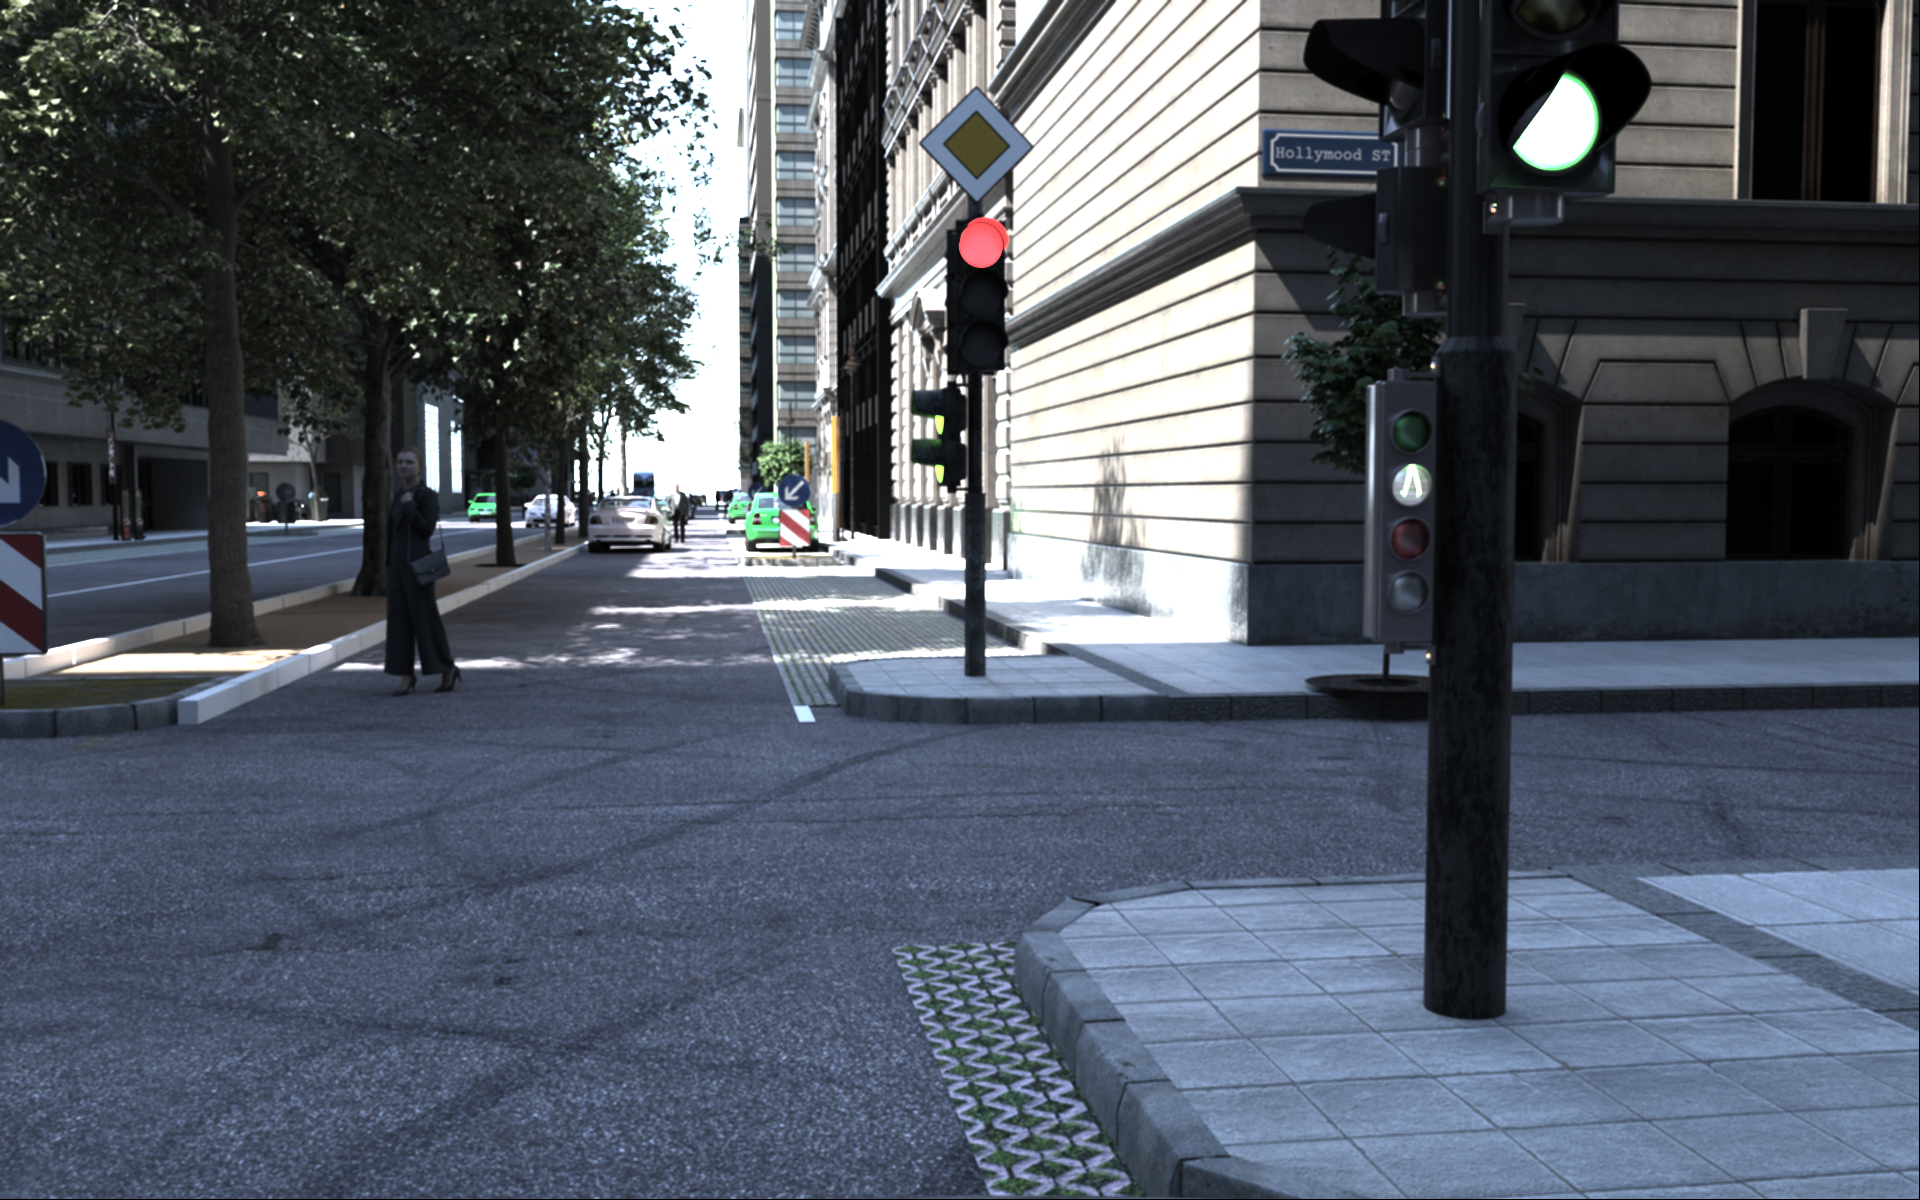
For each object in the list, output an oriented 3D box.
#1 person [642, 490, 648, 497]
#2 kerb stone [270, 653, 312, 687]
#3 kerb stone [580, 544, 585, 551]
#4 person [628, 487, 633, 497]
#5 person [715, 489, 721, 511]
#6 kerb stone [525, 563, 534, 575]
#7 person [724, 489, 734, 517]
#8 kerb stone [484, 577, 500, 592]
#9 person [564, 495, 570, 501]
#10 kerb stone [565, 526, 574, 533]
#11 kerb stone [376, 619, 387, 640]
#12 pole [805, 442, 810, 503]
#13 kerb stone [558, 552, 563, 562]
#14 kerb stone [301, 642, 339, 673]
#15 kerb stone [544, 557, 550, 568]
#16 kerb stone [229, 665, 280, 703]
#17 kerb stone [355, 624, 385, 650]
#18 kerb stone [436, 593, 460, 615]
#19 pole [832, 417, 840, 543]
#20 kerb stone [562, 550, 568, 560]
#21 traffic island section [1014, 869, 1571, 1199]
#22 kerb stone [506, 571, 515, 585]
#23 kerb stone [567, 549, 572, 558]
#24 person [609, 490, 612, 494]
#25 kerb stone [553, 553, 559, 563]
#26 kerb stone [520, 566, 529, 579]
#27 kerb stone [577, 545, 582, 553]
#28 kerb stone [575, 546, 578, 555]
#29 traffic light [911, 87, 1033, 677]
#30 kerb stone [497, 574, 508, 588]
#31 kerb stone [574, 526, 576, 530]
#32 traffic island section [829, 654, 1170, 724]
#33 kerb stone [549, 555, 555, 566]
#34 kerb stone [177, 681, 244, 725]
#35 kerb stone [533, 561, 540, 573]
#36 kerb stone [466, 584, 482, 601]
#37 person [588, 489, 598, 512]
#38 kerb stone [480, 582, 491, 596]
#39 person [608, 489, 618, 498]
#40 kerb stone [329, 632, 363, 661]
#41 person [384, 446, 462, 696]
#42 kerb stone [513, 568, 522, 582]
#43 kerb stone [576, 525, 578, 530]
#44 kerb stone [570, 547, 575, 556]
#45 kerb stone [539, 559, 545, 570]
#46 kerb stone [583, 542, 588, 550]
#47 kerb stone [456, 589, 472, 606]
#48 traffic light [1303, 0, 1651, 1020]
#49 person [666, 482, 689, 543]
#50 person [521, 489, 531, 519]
[{"bbox_3d":[-21.555,-6.675,118.552,0.530,1.710,0.541,-1,4,-17],"label":"person"},{"bbox_3d":[-5.170,0.545,13.286,0.120,0.150,1.000,-1,4,-8],"label":"kerb stone"},{"bbox_3d":[-9.408,-1.252,42.670,0.120,0.150,1.000,-1,4,-8],"label":"kerb stone"},{"bbox_3d":[-17.823,-5.158,92.849,1.348,1.823,0.705,3,5,41],"label":"person"},{"bbox_3d":[-20.405,-8.395,145.769,0.705,1.822,1.348,-2,4,-29],"label":"person"},{"bbox_3d":[-7.656,-0.509,30.512,0.120,0.150,1.000,-1,4,-8],"label":"kerb stone"},{"bbox_3d":[-14.299,-5.998,107.010,0.683,1.767,0.568,-1,4,-15],"label":"person"},{"bbox_3d":[-6.921,-0.199,25.448,0.120,0.150,1.000,-1,4,-8],"label":"kerb stone"},{"bbox_3d":[-30.462,-7.569,132.330,0.705,1.814,1.350,3,5,44],"label":"person"},{"bbox_3d":[-14.859,-2.659,65.743,0.120,0.150,1.000,-1,4,-8],"label":"kerb stone"},{"bbox_3d":[-5.756,0.297,17.341,0.120,0.150,1.000,-1,4,-8],"label":"kerb stone"},{"bbox_3d":[-5.931,-4.491,67.277,0.158,3.312,0.155,0,3,0],"label":"pole"},{"bbox_3d":[-8.539,-0.881,36.596,0.120,0.150,1.000,-1,4,-8],"label":"kerb stone"},{"bbox_3d":[-5.316,0.483,14.303,0.120,0.150,1.000,-1,4,-8],"label":"kerb stone"},{"bbox_3d":[-8.093,-0.695,33.556,0.120,0.150,1.000,-1,4,-8],"label":"kerb stone"},{"bbox_3d":[-5.023,0.607,12.274,0.120,0.150,1.000,-1,4,-8],"label":"kerb stone"},{"bbox_3d":[-5.606,0.359,16.327,0.120,0.150,1.000,-1,4,-8],"label":"kerb stone"},{"bbox_3d":[-6.337,0.049,21.388,0.120,0.150,1.000,-1,4,-8],"label":"kerb stone"},{"bbox_3d":[-3.272,-3.171,45.687,0.158,3.312,0.155,0,3,0],"label":"pole"},{"bbox_3d":[-8.676,-0.940,37.611,0.120,0.150,1.000,-1,4,-8],"label":"kerb stone"},{"bbox_3d":[1.271,1.097,4.346,2.009,0.180,2.903,-1,4,-8],"label":"traffic island section"},{"bbox_3d":[-7.218,-0.321,27.477,0.120,0.150,1.000,-1,4,-8],"label":"kerb stone"},{"bbox_3d":[-8.819,-1.005,38.625,0.120,0.150,1.000,-1,4,-8],"label":"kerb stone"},{"bbox_3d":[-31.450,-9.017,155.920,0.705,1.826,1.348,-1,4,-20],"label":"person"},{"bbox_3d":[-8.389,-0.817,35.585,0.120,0.150,1.000,-1,4,-8],"label":"kerb stone"},{"bbox_3d":[-7.500,-0.444,29.502,0.120,0.150,1.000,-1,4,-8],"label":"kerb stone"},{"bbox_3d":[-9.261,-1.182,41.659,0.120,0.150,1.000,-1,4,-8],"label":"kerb stone"},{"bbox_3d":[-9.117,-1.128,40.647,0.120,0.150,1.000,-1,4,-8],"label":"kerb stone"},{"bbox_3d":[0.088,-1.420,12.130,0.839,4.253,0.868,-1,4,-8],"label":"traffic light"},{"bbox_3d":[-7.066,-0.260,26.467,0.120,0.150,1.000,-1,4,-8],"label":"kerb stone"},{"bbox_3d":[-15.013,-2.723,66.764,0.120,0.150,1.000,-1,4,-8],"label":"kerb stone"},{"bbox_3d":[0.130,0.614,12.250,2.009,0.180,2.903,-1,4,-8],"label":"traffic island section"},{"bbox_3d":[-8.241,-0.754,34.568,0.120,0.150,1.000,-1,4,-8],"label":"kerb stone"},{"bbox_3d":[-4.873,0.670,11.264,0.120,0.150,1.000,-1,4,-8],"label":"kerb stone"},{"bbox_3d":[-7.804,-0.570,31.523,0.120,0.150,1.000,-1,4,-8],"label":"kerb stone"},{"bbox_3d":[-6.631,-0.075,23.420,0.120,0.150,1.000,-1,4,-8],"label":"kerb stone"},{"bbox_3d":[-24.668,-6.507,115.616,1.217,1.743,0.721,0,4,-1],"label":"person"},{"bbox_3d":[-6.780,-0.124,24.431,0.120,0.150,1.000,-1,4,-8],"label":"kerb stone"},{"bbox_3d":[-28.353,-8.158,141.519,0.705,1.869,1.348,3,5,39],"label":"person"},{"bbox_3d":[-5.461,0.421,15.315,0.120,0.150,1.000,-1,4,-8],"label":"kerb stone"},{"bbox_3d":[-3.913,-0.216,12.448,0.576,1.772,0.534,1,4,16],"label":"person"},{"bbox_3d":[-7.358,-0.382,28.490,0.120,0.150,1.000,-1,4,-8],"label":"kerb stone"},{"bbox_3d":[-15.152,-2.786,67.778,0.120,0.150,1.000,-1,4,-8],"label":"kerb stone"},{"bbox_3d":[-8.975,-1.067,39.635,0.120,0.150,1.000,-1,4,-8],"label":"kerb stone"},{"bbox_3d":[-7.954,-0.633,32.539,0.120,0.150,1.000,-1,4,-8],"label":"kerb stone"},{"bbox_3d":[-9.554,-1.314,43.687,0.120,0.150,1.000,-1,4,-8],"label":"kerb stone"},{"bbox_3d":[-6.484,-0.011,22.408,0.120,0.150,1.000,-1,4,-8],"label":"kerb stone"},{"bbox_3d":[-0.828,-1.781,3.788,4.771,5.953,1.251,-1,4,-8],"label":"traffic light"},{"bbox_3d":[-8.252,-2.557,50.699,0.661,1.777,0.834,-1,4,-14],"label":"person"},{"bbox_3d":[-25.281,-5.624,100.998,0.990,1.755,0.434,3,5,40],"label":"person"}]
